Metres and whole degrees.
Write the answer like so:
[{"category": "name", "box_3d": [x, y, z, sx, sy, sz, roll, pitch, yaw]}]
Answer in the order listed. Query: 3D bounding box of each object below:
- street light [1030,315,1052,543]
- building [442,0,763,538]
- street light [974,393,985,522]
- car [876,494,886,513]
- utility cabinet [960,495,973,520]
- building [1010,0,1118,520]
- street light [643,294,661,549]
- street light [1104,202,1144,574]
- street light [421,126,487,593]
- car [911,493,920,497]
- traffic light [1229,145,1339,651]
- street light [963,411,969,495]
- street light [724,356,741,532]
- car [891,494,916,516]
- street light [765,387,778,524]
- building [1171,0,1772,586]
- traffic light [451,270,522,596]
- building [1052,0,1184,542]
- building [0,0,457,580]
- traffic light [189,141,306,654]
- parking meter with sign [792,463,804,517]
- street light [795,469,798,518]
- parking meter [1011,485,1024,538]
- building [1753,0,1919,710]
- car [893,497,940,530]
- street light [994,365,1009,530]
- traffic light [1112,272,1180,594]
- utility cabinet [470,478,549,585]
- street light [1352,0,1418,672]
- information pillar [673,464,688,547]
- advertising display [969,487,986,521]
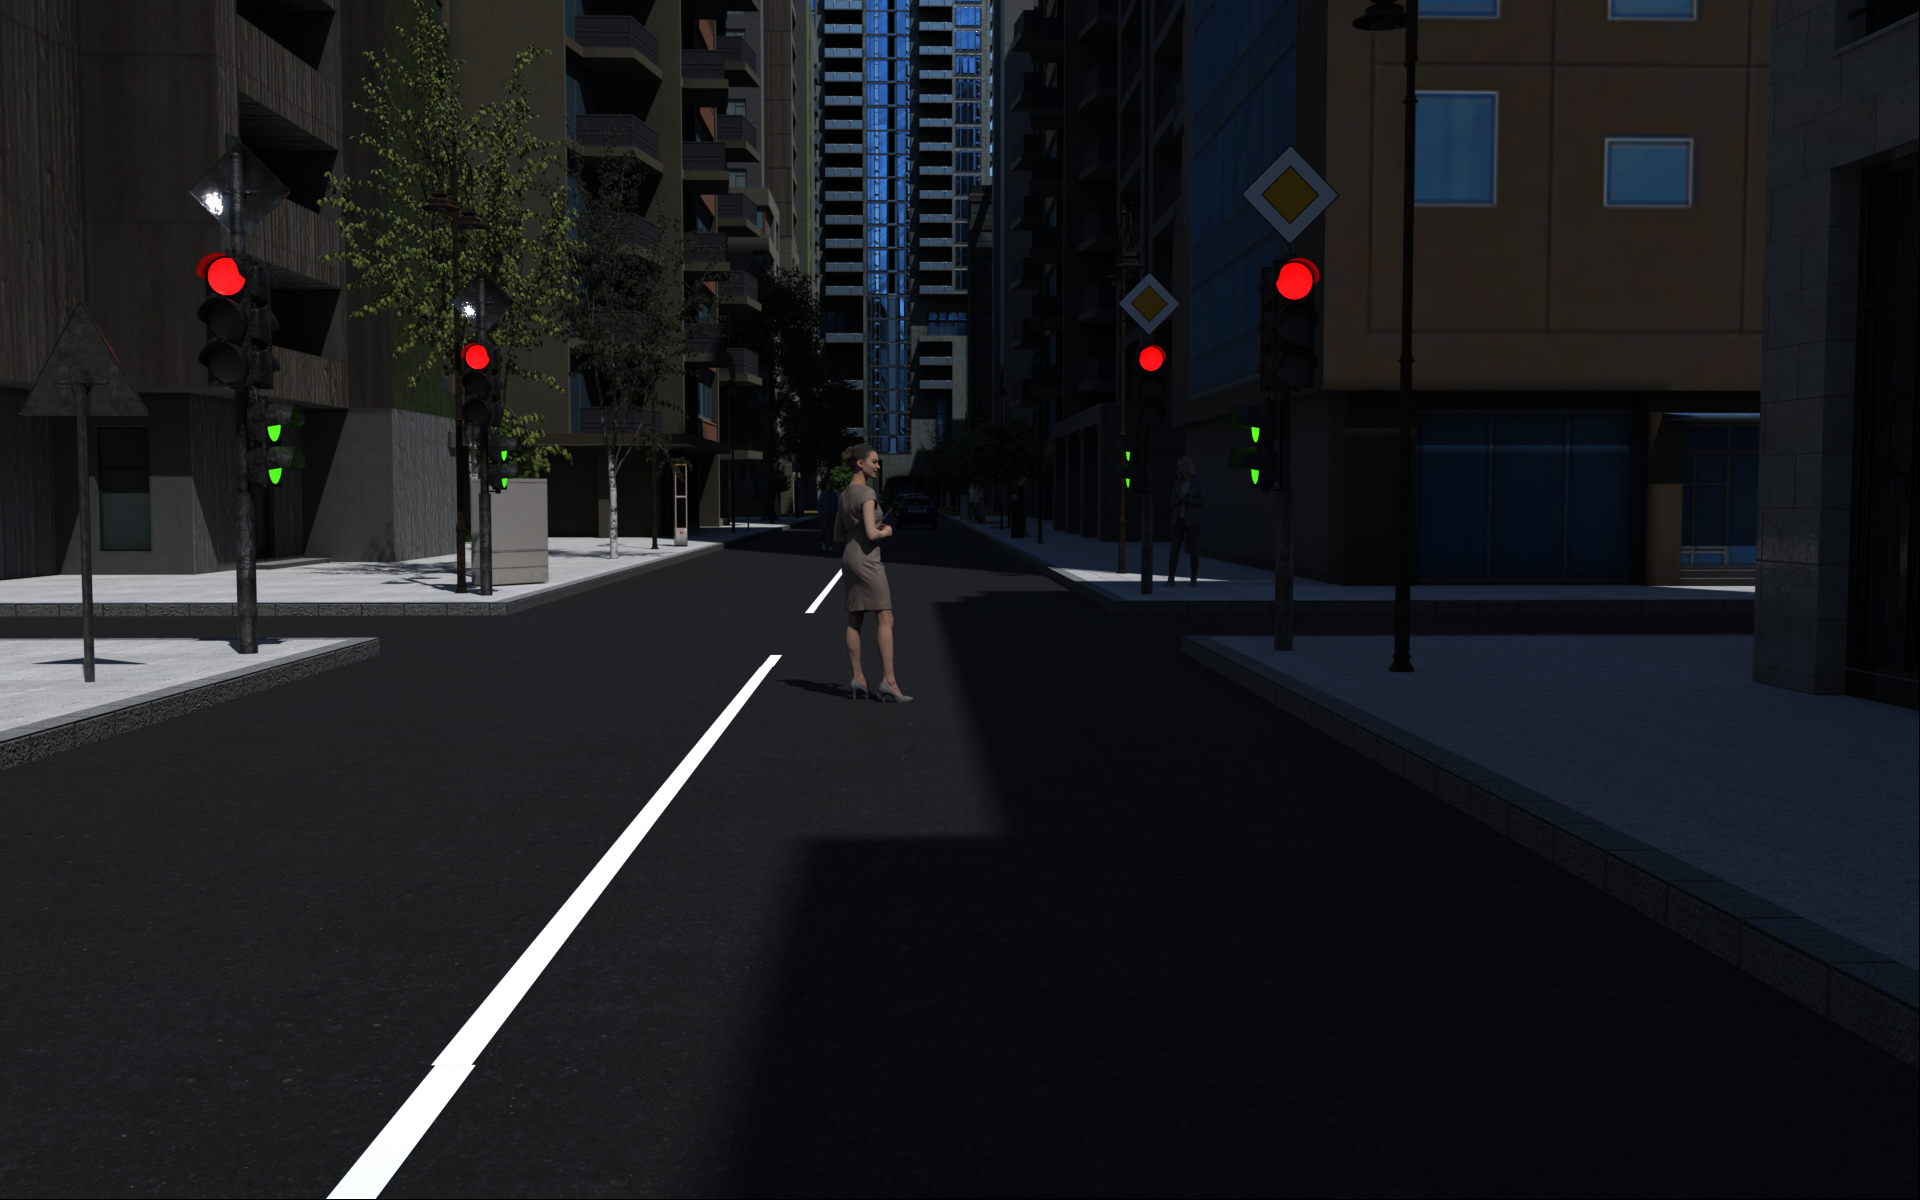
[{"category": "street light", "box_3d": [2.087, -4.415, 44.980, 0.468, 5.910, 1.993, 0, 4, -2]}, {"category": "building", "box_3d": [-18.918, -24.926, 62.157, 22.147, 44.769, 28.867, 0, 4, -2]}, {"category": "street light", "box_3d": [0.895, -6.534, 79.614, 0.468, 5.910, 1.993, 0, 4, -2]}, {"category": "car", "box_3d": [-6.575, -7.472, 130.961, 1.959, 1.807, 4.718, 0, 4, -3]}, {"category": "utility cabinet", "box_3d": [0.332, -4.647, 87.137, 0.306, 1.237, 1.020, -1, 4, -21]}, {"category": "building", "box_3d": [13.833, -26.183, 82.709, 22.147, 44.769, 28.867, 0, 4, -2]}, {"category": "street light", "box_3d": [-7.108, -4.121, 40.164, 0.468, 5.910, 1.993, 0, 4, -2]}, {"category": "street light", "box_3d": [2.613, -3.365, 27.801, 0.468, 5.910, 1.993, 0, 4, -2]}, {"category": "street light", "box_3d": [-6.459, -3.027, 22.272, 0.468, 5.910, 1.993, 0, 4, -2]}, {"category": "car", "box_3d": [-3.994, -8.607, 149.756, 2.155, 1.783, 4.494, 0, 4, -2]}, {"category": "traffic light", "box_3d": [2.640, -1.541, 14.122, 0.839, 4.253, 0.868, 0, 4, -2]}, {"category": "street light", "box_3d": [0.345, -7.584, 96.792, 0.468, 5.910, 1.993, 0, 4, -2]}, {"category": "street light", "box_3d": [-7.612, -5.213, 58.026, 0.468, 5.910, 1.993, 0, 4, -2]}, {"category": "car", "box_3d": [-3.538, -6.391, 114.273, 2.009, 1.686, 4.222, 0, 4, -1]}, {"category": "street light", "box_3d": [-8.177, -6.264, 75.204, 0.468, 5.910, 1.993, 0, 4, -2]}, {"category": "building", "box_3d": [11.817, -23.204, 29.499, 14.200, 45.320, 14.600, 0, 4, -2]}, {"category": "traffic light", "box_3d": [-5.979, -2.012, 21.812, 0.839, 4.253, 0.868, 0, 4, -2]}, {"category": "building", "box_3d": [13.827, -37.367, 49.207, 20.563, 71.187, 20.611, 0, 4, -2]}, {"category": "building", "box_3d": [-17.592, -15.760, 29.371, 14.160, 30.474, 14.107, 0, 4, -2]}, {"category": "traffic light", "box_3d": [-5.716, -1.524, 13.831, 0.839, 4.253, 0.868, 0, 4, -2]}, {"category": "parking meter with sign", "box_3d": [-8.860, -6.057, 95.294, 0.543, 3.016, 1.738, 0, 4, 1]}, {"category": "street light", "box_3d": [-8.725, -7.315, 92.382, 0.468, 5.910, 1.993, 0, 4, -2]}, {"category": "parking meter", "box_3d": [1.667, -2.567, 50.387, 0.372, 1.533, 0.369, 0, 3, 0]}, {"category": "building", "box_3d": [10.881, -9.067, 3.000, 10.420, 20.320, 16.860, 0, 4, -2]}, {"category": "car", "box_3d": [-1.768, -3.584, 71.179, 1.945, 1.354, 3.894, 0, 4, -2]}, {"category": "street light", "box_3d": [1.500, -5.466, 62.156, 0.468, 5.910, 1.993, 0, 4, -2]}, {"category": "traffic light", "box_3d": [2.377, -2.029, 22.102, 0.839, 4.253, 0.868, 0, 4, -2]}, {"category": "utility cabinet", "box_3d": [-6.363, -0.965, 24.458, 0.318, 1.500, 1.173, 2, 4, 32]}, {"category": "street light", "box_3d": [3.200, -2.421, 12.371, 0.468, 5.910, 1.993, 0, 4, -2]}, {"category": "information pillar", "box_3d": [-6.840, -2.317, 42.377, 0.304, 2.012, 0.304, -1, 4, -16]}, {"category": "advertising display", "box_3d": [0.847, -4.761, 83.061, 0.974, 1.923, 0.123, 3, 5, 40]}]
